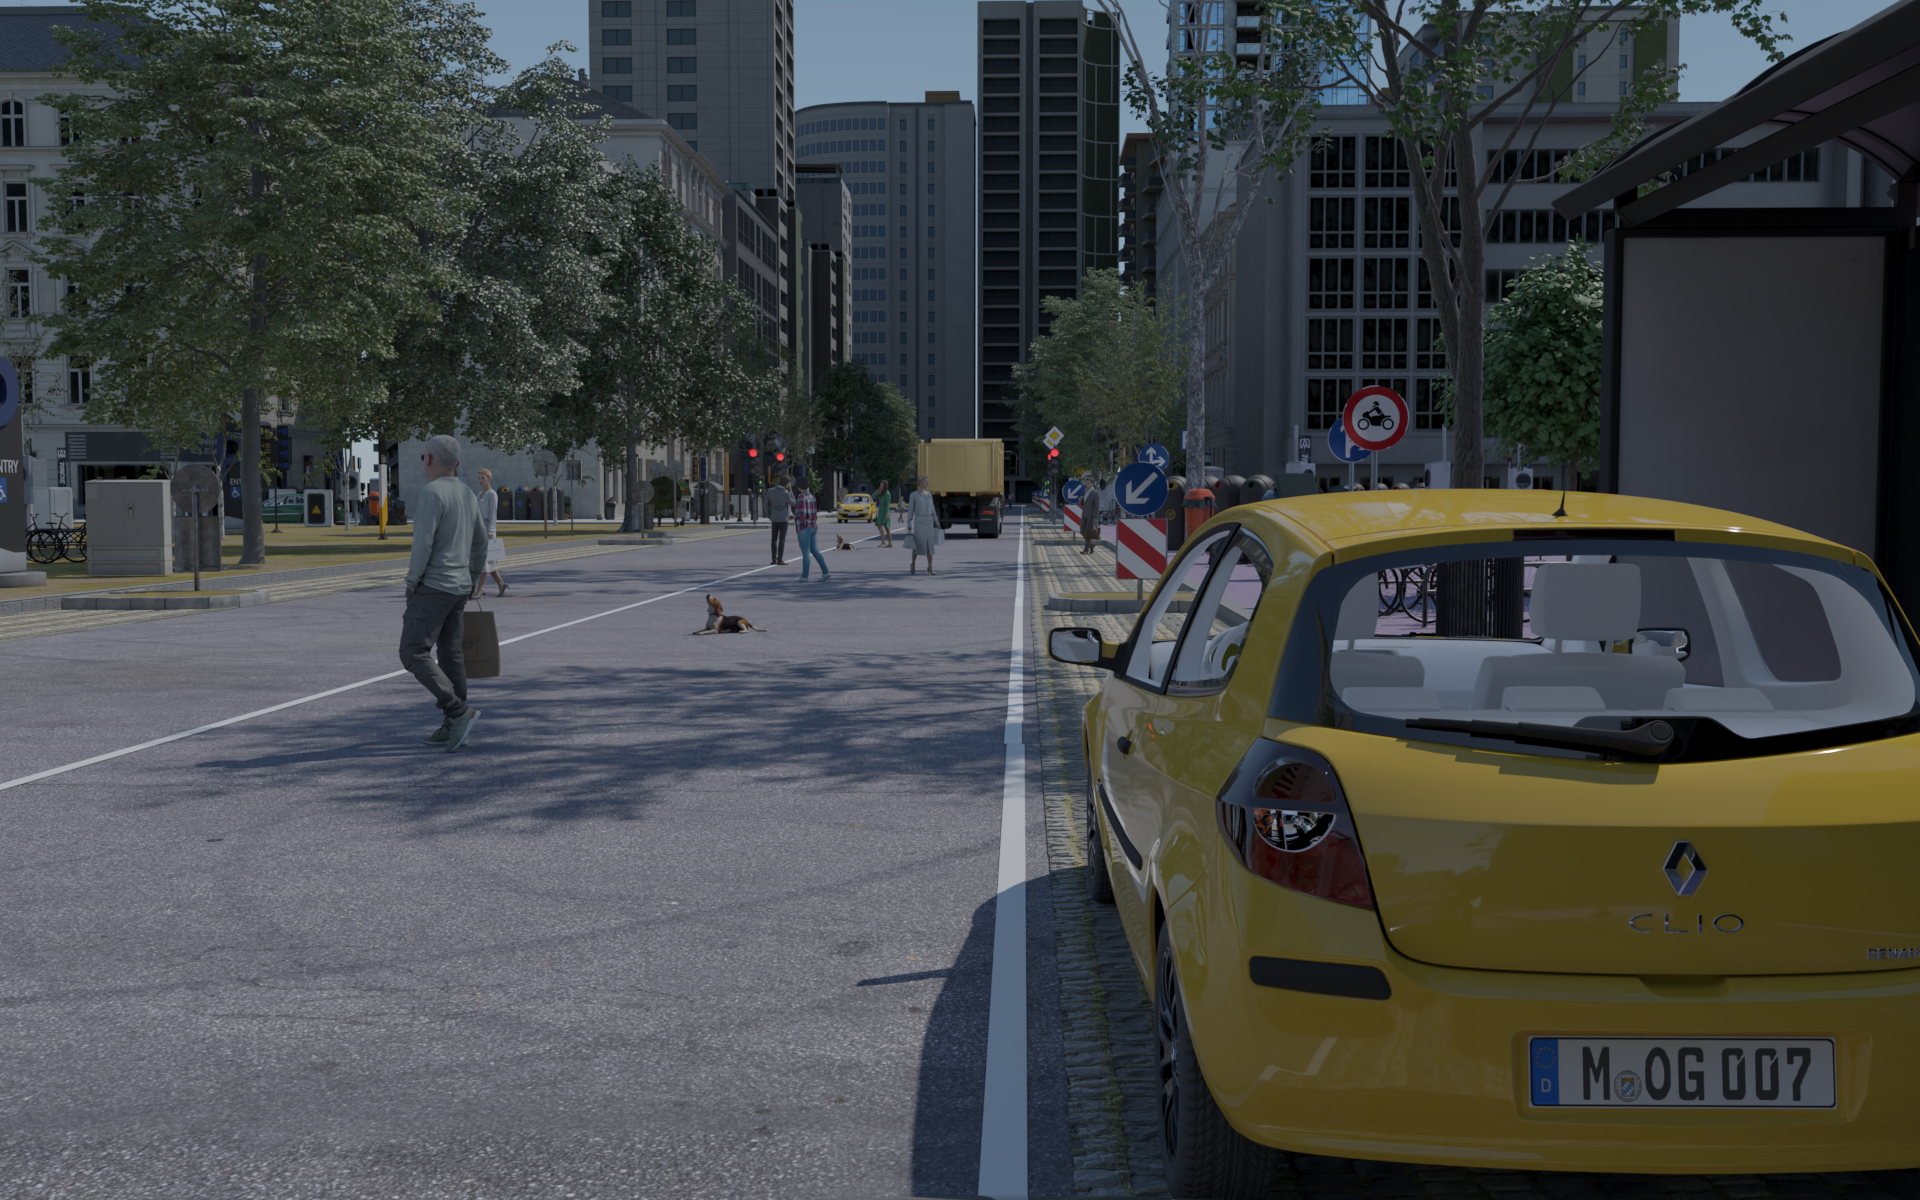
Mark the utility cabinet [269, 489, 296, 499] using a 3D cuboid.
[{"bbox_3d":[-31.605,-4.414,80.846,1.173,1.500,0.318,0,4,7],"label":"utility cabinet"}]

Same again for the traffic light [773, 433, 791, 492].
[{"bbox_3d":[-8.232,-5.566,79.922,0.839,4.253,0.868,0,4,2],"label":"traffic light"}]

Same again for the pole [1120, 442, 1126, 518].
[{"bbox_3d":[6.408,-4.547,68.194,0.158,3.312,0.155,0,3,0],"label":"pole"}]

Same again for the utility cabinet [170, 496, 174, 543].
[{"bbox_3d":[-20.823,-2.092,45.364,0.306,1.237,1.020,-2,4,-33],"label":"utility cabinet"}]

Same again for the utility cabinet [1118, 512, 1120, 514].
[{"bbox_3d":[11.363,-6.705,120.786,1.020,1.237,0.306,0,4,1],"label":"utility cabinet"}]

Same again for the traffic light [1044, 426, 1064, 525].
[{"bbox_3d":[3.882,-5.051,71.510,0.839,4.253,0.868,0,4,2],"label":"traffic light"}]

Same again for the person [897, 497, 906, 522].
[{"bbox_3d":[-2.948,-4.575,87.577,0.475,1.303,0.640,-3,5,-41],"label":"person"}]

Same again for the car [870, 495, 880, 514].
[{"bbox_3d":[-6.565,-6.774,123.335,1.945,1.354,3.894,0,4,4],"label":"car"}]

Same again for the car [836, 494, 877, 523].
[{"bbox_3d":[-5.121,-4.657,86.360,2.015,1.641,3.980,0,4,3],"label":"car"}]

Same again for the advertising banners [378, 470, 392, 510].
[{"bbox_3d":[-42.643,-8.115,128.867,0.090,3.025,2.074,1,4,16],"label":"advertising banners"}]

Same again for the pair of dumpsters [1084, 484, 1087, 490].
[{"bbox_3d":[7.661,-6.021,100.942,1.574,2.255,4.437,0,4,2],"label":"pair of dumpsters"}]

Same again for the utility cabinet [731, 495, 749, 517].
[{"bbox_3d":[-12.166,-5.171,95.714,1.020,1.237,0.306,2,4,30],"label":"utility cabinet"}]

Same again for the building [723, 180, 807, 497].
[{"bbox_3d":[-22.664,-23.943,163.162,14.160,30.474,14.107,0,4,2],"label":"building"}]

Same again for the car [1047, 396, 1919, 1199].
[{"bbox_3d":[1.273,0.326,4.896,2.015,1.641,3.980,0,4,1],"label":"car"}]

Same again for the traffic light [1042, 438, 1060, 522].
[{"bbox_3d":[4.172,-5.539,79.490,0.839,4.253,0.868,0,4,2],"label":"traffic light"}]

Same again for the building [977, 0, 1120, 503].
[{"bbox_3d":[13.041,-49.938,254.740,20.611,71.187,20.563,0,4,2],"label":"building"}]

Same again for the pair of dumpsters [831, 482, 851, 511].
[{"bbox_3d":[-9.308,-7.977,132.921,1.574,2.255,4.437,0,4,2],"label":"pair of dumpsters"}]

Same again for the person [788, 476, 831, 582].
[{"bbox_3d":[-2.469,-1.157,28.255,0.643,1.720,0.563,1,4,22],"label":"person"}]

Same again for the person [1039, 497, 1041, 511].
[{"bbox_3d":[6.442,-7.775,135.809,0.537,1.800,0.526,2,4,35],"label":"person"}]

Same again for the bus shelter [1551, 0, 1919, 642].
[{"bbox_3d":[4.094,-0.777,6.633,2.014,3.302,5.546,0,4,2],"label":"bus shelter"}]

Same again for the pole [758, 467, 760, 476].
[{"bbox_3d":[-15.225,-8.380,130.860,0.158,3.312,0.155,0,3,0],"label":"pole"}]

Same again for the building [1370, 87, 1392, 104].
[{"bbox_3d":[52.719,-43.567,254.311,28.212,58.520,21.231,0,4,2],"label":"building"}]

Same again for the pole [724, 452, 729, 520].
[{"bbox_3d":[-11.410,-5.561,84.763,0.158,3.312,0.155,0,3,0],"label":"pole"}]

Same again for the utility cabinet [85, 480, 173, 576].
[{"bbox_3d":[-12.934,-1.117,26.948,1.173,1.500,0.318,0,4,-3],"label":"utility cabinet"}]

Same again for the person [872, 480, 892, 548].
[{"bbox_3d":[-2.001,-2.291,46.209,0.529,1.795,0.600,-2,4,-35],"label":"person"}]

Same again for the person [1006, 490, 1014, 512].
[{"bbox_3d":[4.039,-7.937,138.854,0.593,1.750,0.643,1,4,22],"label":"person"}]

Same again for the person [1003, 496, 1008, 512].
[{"bbox_3d":[3.452,-7.443,134.473,0.640,1.303,0.475,0,4,-7],"label":"person"}]

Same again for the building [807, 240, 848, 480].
[{"bbox_3d":[-20.522,-26.071,197.959,14.160,30.474,14.107,0,4,2],"label":"building"}]

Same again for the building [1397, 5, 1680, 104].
[{"bbox_3d":[68.659,-40.792,208.947,28.212,58.520,21.231,0,4,2],"label":"building"}]

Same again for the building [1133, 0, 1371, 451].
[{"bbox_3d":[29.633,-52.774,175.526,22.319,86.520,31.000,0,4,2],"label":"building"}]

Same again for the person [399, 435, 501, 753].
[{"bbox_3d":[-2.884,-0.058,9.934,0.515,1.767,0.782,1,4,12],"label":"person"}]

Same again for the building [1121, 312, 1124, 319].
[{"bbox_3d":[30.634,-29.413,252.603,14.107,30.474,14.160,0,4,2],"label":"building"}]

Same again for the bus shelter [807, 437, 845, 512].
[{"bbox_3d":[-9.861,-9.050,125.597,2.179,5.291,8.768,0,4,2],"label":"bus shelter"}]

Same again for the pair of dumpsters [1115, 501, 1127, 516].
[{"bbox_3d":[8.755,-5.704,95.751,1.574,2.255,4.437,0,4,2],"label":"pair of dumpsters"}]

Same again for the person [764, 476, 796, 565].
[{"bbox_3d":[-3.633,-1.604,34.911,0.592,1.802,0.473,2,4,31],"label":"person"}]

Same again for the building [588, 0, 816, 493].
[{"bbox_3d":[-25.683,-45.340,179.565,20.563,71.187,20.611,0,4,2],"label":"building"}]

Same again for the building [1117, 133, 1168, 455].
[{"bbox_3d":[30.150,-33.785,207.005,22.147,44.769,28.867,0,4,2],"label":"building"}]

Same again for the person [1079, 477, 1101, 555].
[{"bbox_3d":[3.062,-1.977,40.783,0.622,1.834,0.822,3,4,39],"label":"person"}]

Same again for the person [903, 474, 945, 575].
[{"bbox_3d":[-0.650,-1.343,30.809,0.694,1.780,0.624,-1,4,-17],"label":"person"}]

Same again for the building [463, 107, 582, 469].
[{"bbox_3d":[-61.430,-43.800,258.121,28.212,58.520,21.231,0,4,2],"label":"building"}]

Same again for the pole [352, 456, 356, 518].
[{"bbox_3d":[-32.171,-5.998,91.914,0.158,3.312,0.155,0,3,0],"label":"pole"}]

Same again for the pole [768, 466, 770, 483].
[{"bbox_3d":[-14.078,-8.194,127.819,0.158,3.312,0.155,0,3,0],"label":"pole"}]

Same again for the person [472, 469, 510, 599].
[{"bbox_3d":[-6.461,-0.913,23.776,0.624,1.780,0.694,-2,4,-30],"label":"person"}]

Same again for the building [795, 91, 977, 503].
[{"bbox_3d":[-11.735,-43.700,256.500,28.212,58.520,21.231,0,4,2],"label":"building"}]

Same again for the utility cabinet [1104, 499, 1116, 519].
[{"bbox_3d":[7.242,-4.761,86.520,1.173,1.500,0.318,-3,5,-40],"label":"utility cabinet"}]

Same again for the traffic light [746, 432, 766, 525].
[{"bbox_3d":[-8.522,-5.078,71.942,0.839,4.253,0.868,0,4,2],"label":"traffic light"}]

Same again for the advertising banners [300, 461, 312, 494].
[{"bbox_3d":[-35.369,-5.891,92.504,0.090,3.025,2.074,2,4,26],"label":"advertising banners"}]

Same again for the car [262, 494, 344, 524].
[{"bbox_3d":[-29.620,-3.944,76.280,4.920,1.459,2.131,0,4,2],"label":"car"}]
